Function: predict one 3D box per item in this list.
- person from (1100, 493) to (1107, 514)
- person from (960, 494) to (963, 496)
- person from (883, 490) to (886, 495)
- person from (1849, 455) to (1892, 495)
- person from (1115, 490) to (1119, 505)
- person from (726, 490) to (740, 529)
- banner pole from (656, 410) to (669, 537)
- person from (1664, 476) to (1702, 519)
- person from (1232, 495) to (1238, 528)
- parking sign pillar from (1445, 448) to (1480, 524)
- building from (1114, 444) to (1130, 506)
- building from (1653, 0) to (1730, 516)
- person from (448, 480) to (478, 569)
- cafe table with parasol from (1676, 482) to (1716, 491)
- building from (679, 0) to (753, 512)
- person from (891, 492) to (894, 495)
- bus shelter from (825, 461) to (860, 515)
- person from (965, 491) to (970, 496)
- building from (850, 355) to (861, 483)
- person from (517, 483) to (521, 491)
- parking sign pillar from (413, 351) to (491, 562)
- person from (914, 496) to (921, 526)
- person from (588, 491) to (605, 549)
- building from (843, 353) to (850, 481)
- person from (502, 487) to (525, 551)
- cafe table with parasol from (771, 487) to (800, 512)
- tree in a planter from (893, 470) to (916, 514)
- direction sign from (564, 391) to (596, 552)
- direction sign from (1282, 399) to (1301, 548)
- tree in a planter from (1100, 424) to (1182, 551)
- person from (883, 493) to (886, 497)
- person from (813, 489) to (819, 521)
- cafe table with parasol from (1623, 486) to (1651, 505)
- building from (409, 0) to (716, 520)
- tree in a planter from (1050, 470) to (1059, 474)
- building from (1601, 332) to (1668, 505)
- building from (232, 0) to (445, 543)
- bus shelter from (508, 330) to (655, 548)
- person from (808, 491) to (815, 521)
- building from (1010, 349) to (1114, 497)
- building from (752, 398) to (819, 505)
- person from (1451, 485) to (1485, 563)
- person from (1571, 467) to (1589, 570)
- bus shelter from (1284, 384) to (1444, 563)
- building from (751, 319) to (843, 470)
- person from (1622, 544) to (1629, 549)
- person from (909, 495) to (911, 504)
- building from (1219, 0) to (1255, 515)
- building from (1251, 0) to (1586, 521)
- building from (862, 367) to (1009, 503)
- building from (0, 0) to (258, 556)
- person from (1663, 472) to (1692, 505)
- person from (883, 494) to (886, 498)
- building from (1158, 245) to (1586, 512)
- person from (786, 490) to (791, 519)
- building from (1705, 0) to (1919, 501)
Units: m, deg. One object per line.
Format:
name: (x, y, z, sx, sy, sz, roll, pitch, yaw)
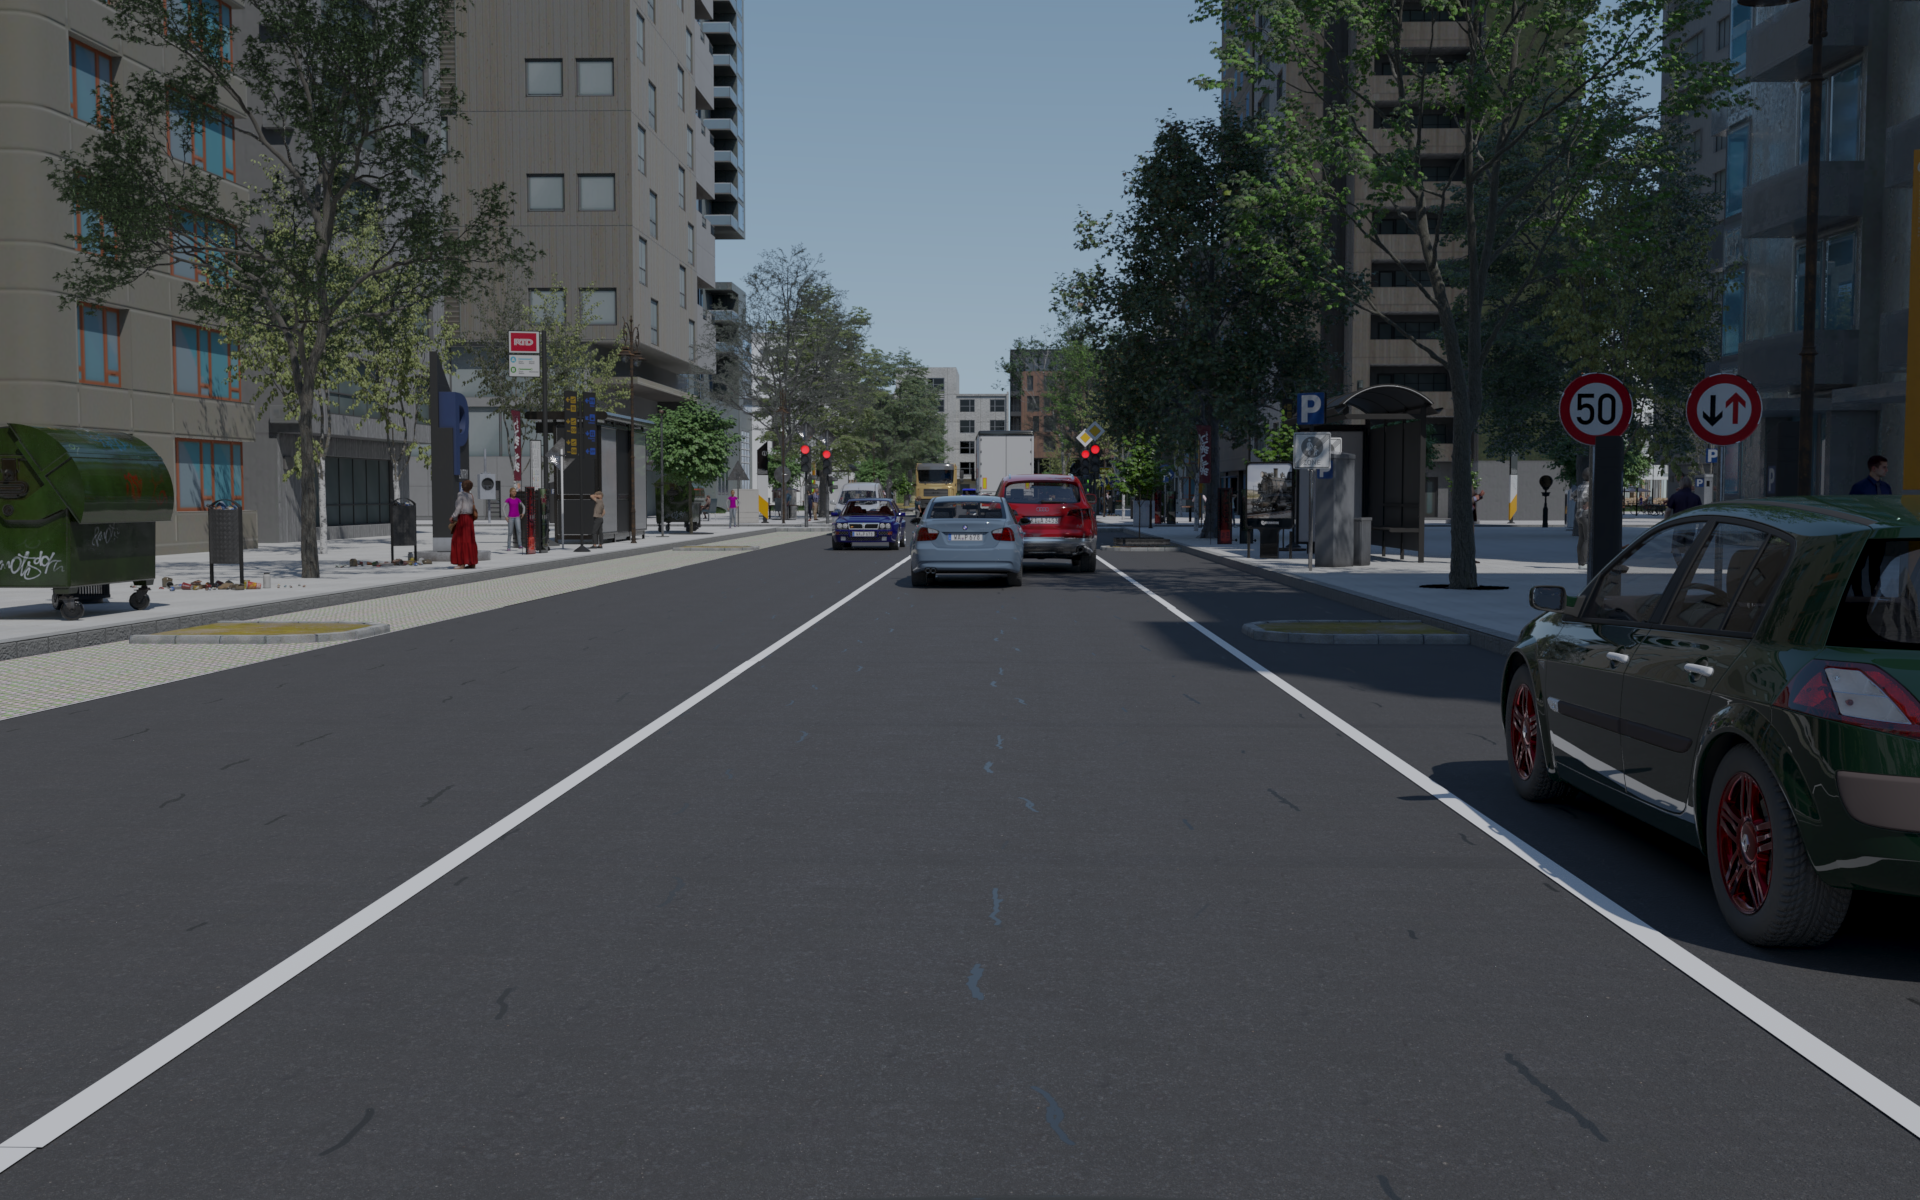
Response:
person: (9.144, -6.097, 109.630, 0.435, 1.345, 0.340, -2, 4, -30)
person: (0.251, -10.819, 188.587, 0.799, 1.438, 0.628, 1, 4, 20)
person: (-8.591, -11.493, 194.890, 0.436, 1.711, 0.756, 0, 4, -3)
person: (10.803, -0.838, 20.443, 0.576, 1.737, 0.504, -2, 4, -25)
person: (18.477, -12.127, 204.193, 0.599, 1.838, 0.709, 2, 4, 26)
person: (-8.408, -3.362, 64.255, 0.726, 1.435, 0.776, -1, 4, -12)
banner pole: (-8.822, -3.745, 51.246, 0.401, 3.779, 0.863, -1, 4, -9)
person: (11.115, -1.131, 26.738, 0.569, 1.553, 0.471, 3, 5, 44)
person: (10.345, -3.428, 65.996, 0.435, 1.345, 0.340, -1, 4, -10)
parking sign pillar: (21.747, -5.281, 74.812, 1.447, 3.967, 1.447, 0, 4, 7)
building: (27.351, -20.500, 201.637, 16.747, 18.905, 31.486, 0, 4, 1)
building: (45.117, -24.741, 88.114, 14.086, 41.232, 14.154, 0, 4, 1)
person: (-8.476, -1.291, 29.618, 0.387, 1.526, 0.523, 2, 4, 28)
cafe table with parasol: (36.353, -4.910, 85.139, 2.610, 1.966, 2.610, 0, 4, -2)
building: (-27.406, -50.065, 131.231, 22.319, 86.520, 31.000, 0, 4, 1)
person: (-8.163, -11.921, 200.935, 1.348, 1.826, 0.705, -1, 4, -12)
bus shelter: (-7.516, -7.009, 108.525, 2.014, 3.302, 5.546, 0, 4, 1)
person: (0.487, -6.683, 119.237, 0.415, 1.643, 0.593, 0, 4, 1)
building: (-18.068, -21.666, 210.661, 11.380, 20.091, 16.016, 0, 4, 1)
person: (-19.476, -4.262, 76.271, 0.990, 1.755, 0.434, 3, 5, 39)
parking sign pillar: (-9.825, -2.748, 33.404, 1.447, 3.967, 1.447, 0, 4, -2)
person: (-1.918, -4.026, 78.242, 0.435, 1.345, 0.340, 3, 4, 36)
person: (-8.545, -1.880, 40.695, 0.340, 1.345, 0.435, 0, 4, 2)
building: (-21.370, -20.802, 196.532, 16.016, 20.091, 11.380, 0, 4, 1)
person: (-9.949, -1.808, 38.835, 0.726, 1.435, 0.776, -2, 4, -34)
cafe table with parasol: (-12.093, -7.060, 120.302, 2.610, 1.966, 2.610, -3, 4, -37)
tree in a planter: (-4.074, -7.888, 126.187, 1.991, 3.239, 1.994, 0, 4, 1)
direction sign: (-8.388, -2.834, 38.335, 0.379, 3.537, 0.876, 3, 4, 37)
direction sign: (7.993, -3.023, 41.424, 0.876, 3.537, 0.379, -3, 4, -37)
tree in a planter: (4.613, -2.884, 44.368, 1.991, 3.239, 1.994, 0, 4, 1)
person: (-8.658, -11.211, 190.065, 1.217, 1.736, 0.721, 0, 4, 0)
person: (-6.967, -4.649, 84.115, 0.319, 1.574, 0.516, 1, 4, 11)
cafe table with parasol: (54.382, -8.253, 139.803, 2.610, 1.966, 2.610, -3, 5, -43)
building: (-28.673, -30.940, 95.104, 28.713, 52.752, 27.495, 0, 4, 1)
tree in a planter: (6.719, -7.891, 126.234, 1.991, 3.239, 1.994, 0, 4, 1)
building: (77.472, -21.503, 207.987, 11.380, 20.091, 16.016, 0, 4, 1)
building: (-23.560, -17.097, 51.230, 14.107, 30.474, 14.160, 0, 4, 1)
bus shelter: (-9.917, -4.132, 45.195, 2.179, 5.291, 8.768, 0, 4, 1)
person: (-7.157, -4.507, 82.280, 0.480, 1.512, 0.613, -1, 4, -14)
building: (23.621, -25.092, 254.231, 32.646, 21.610, 27.936, 0, 4, 1)
building: (-17.831, -13.660, 165.493, 9.099, 9.664, 28.070, 0, 4, 1)
person: (9.351, -1.539, 31.885, 0.600, 1.739, 0.565, 2, 4, 24)
person: (10.655, -1.391, 29.510, 0.376, 1.734, 0.841, 1, 4, 11)
bus shelter: (7.938, -2.491, 34.644, 2.014, 3.302, 5.546, 0, 4, 1)
building: (-21.298, -20.105, 185.136, 16.016, 20.091, 11.380, 0, 4, 1)
person: (10.614, -0.839, 28.054, 0.859, 0.850, 0.655, -3, 5, -43)
person: (-6.585, -13.363, 225.448, 0.530, 1.710, 0.541, 3, 5, 43)
building: (23.527, -27.793, 104.522, 14.600, 45.320, 14.200, 0, 4, 1)
building: (23.047, -19.453, 89.759, 14.107, 30.474, 14.160, 0, 4, 1)
building: (-8.737, -23.452, 249.903, 31.486, 18.905, 16.747, 0, 4, 1)
building: (-30.775, -11.081, 26.207, 27.650, 21.520, 28.899, 0, 4, 1)
person: (15.646, -1.914, 37.791, 0.568, 1.767, 0.683, 1, 4, 23)
person: (-8.389, -10.634, 179.866, 1.348, 1.831, 0.705, 0, 4, 3)
building: (29.993, -17.709, 134.585, 27.650, 21.520, 28.899, 0, 4, 1)
person: (-8.816, -4.881, 88.066, 0.429, 1.552, 0.499, -1, 4, -22)
building: (28.574, -25.097, 29.945, 23.786, 49.044, 30.456, 0, 4, 1)
